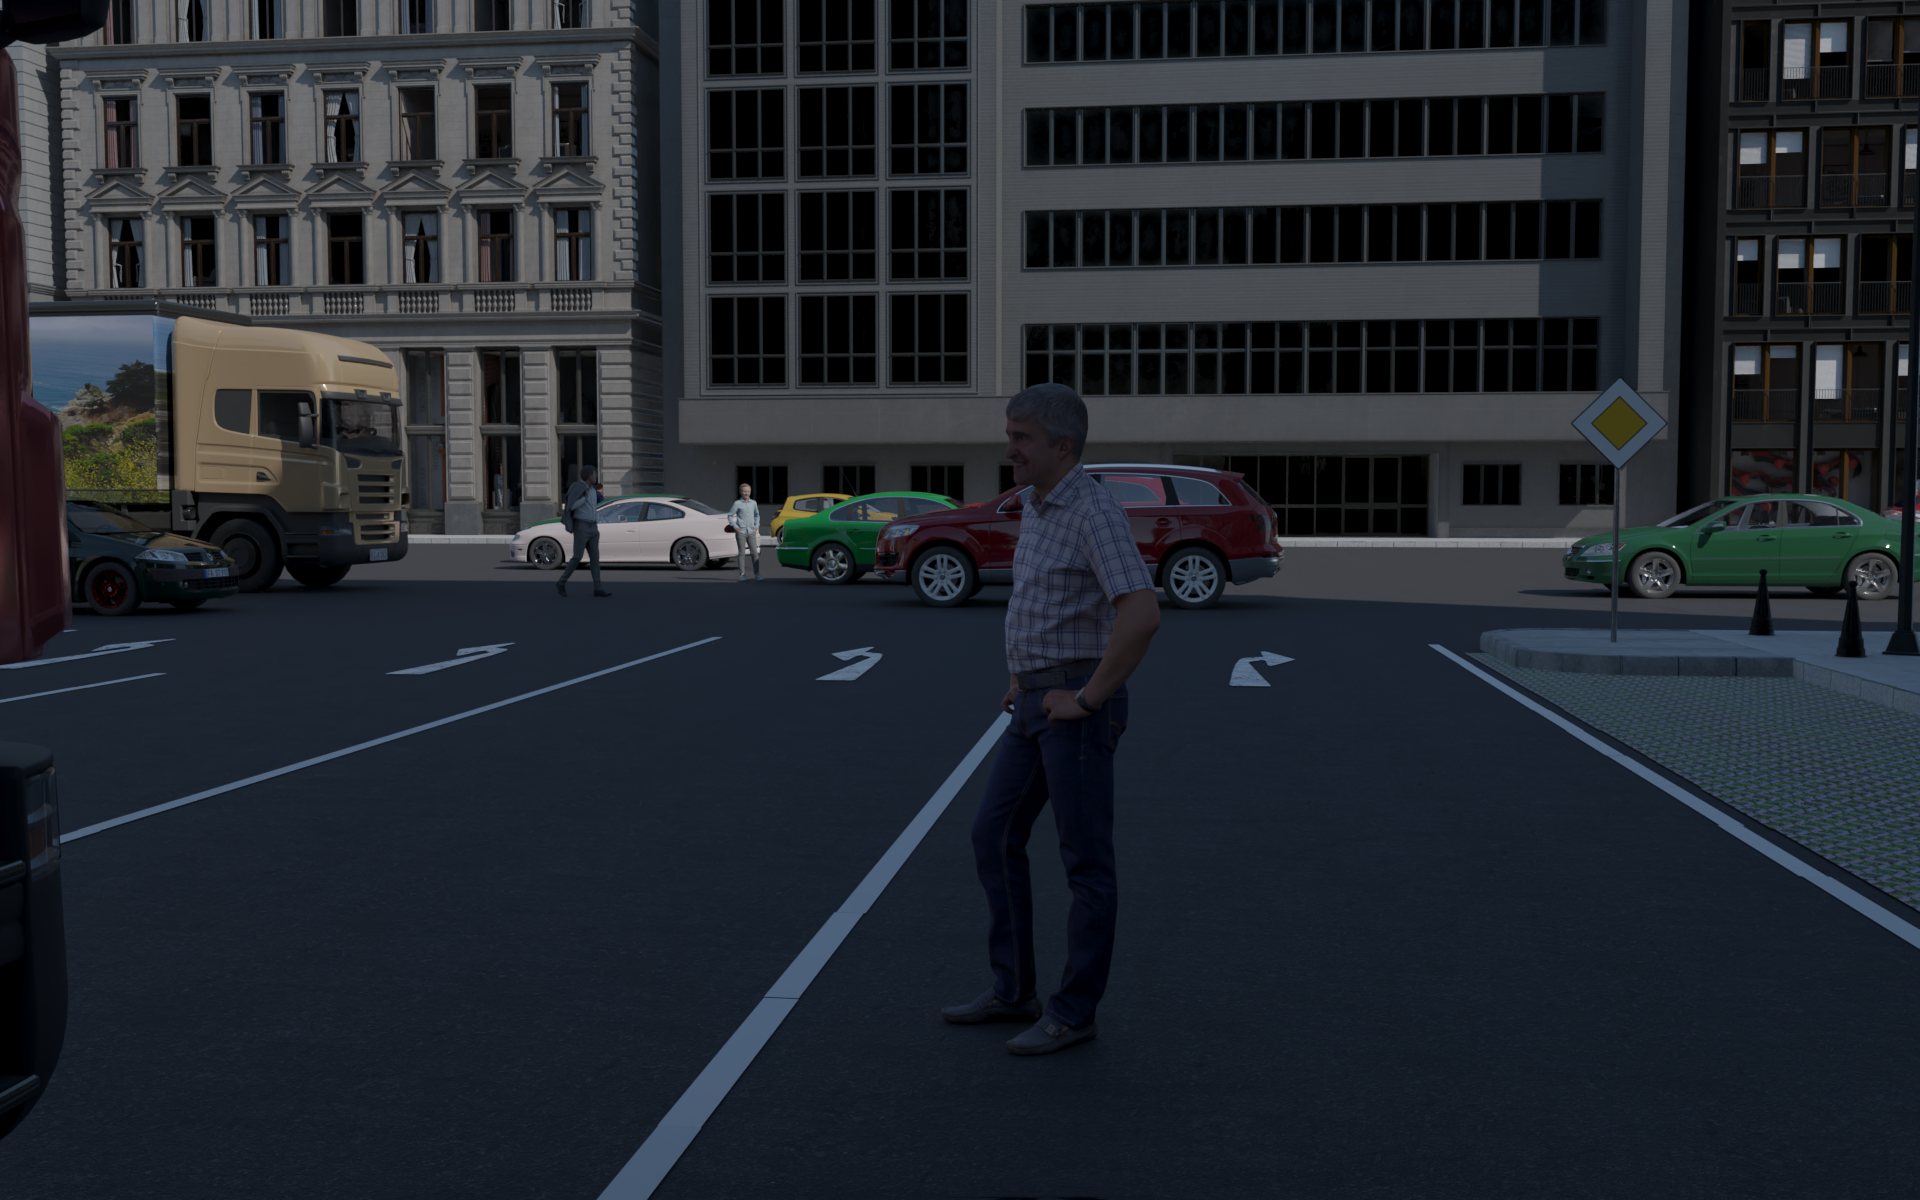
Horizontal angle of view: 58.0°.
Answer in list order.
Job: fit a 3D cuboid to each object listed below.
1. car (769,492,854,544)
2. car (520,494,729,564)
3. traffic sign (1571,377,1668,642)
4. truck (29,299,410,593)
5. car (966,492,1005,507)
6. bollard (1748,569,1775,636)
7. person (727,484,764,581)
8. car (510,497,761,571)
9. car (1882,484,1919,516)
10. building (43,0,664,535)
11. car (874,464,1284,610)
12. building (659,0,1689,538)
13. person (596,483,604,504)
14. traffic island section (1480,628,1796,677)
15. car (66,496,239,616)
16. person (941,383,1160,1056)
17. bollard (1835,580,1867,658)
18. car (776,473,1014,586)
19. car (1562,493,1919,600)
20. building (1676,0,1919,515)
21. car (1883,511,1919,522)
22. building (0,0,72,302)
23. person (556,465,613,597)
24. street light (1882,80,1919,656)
[{"bbox_3d":[-3.125,-2.237,46.796,3.980,1.641,2.015,0,4,7],"label":"car"},{"bbox_3d":[-6.917,-1.508,36.453,4.920,1.459,2.131,0,4,6],"label":"car"},{"bbox_3d":[5.658,-0.691,14.936,0.795,2.450,0.064,0,4,7],"label":"traffic sign"},{"bbox_3d":[-13.556,-2.301,26.534,11.283,4.237,2.839,1,4,9],"label":"truck"},{"bbox_3d":[1.740,-1.427,32.003,5.304,1.827,2.281,0,4,7],"label":"car"},{"bbox_3d":[7.302,0.017,15.757,0.229,0.601,0.229,0,3,0],"label":"bollard"},{"bbox_3d":[-3.533,-1.115,28.547,0.589,1.601,0.330,-1,4,-19],"label":"person"},{"bbox_3d":[-6.234,-1.277,33.248,4.827,1.381,2.083,1,4,8],"label":"car"},{"bbox_3d":[23.224,-1.839,39.102,4.494,1.783,2.155,1,4,9],"label":"car"},{"bbox_3d":[-18.545,-14.039,58.412,19.941,23.489,11.050,0,4,7],"label":"building"},{"bbox_3d":[1.523,-0.848,22.540,5.304,1.827,2.281,0,4,7],"label":"car"},{"bbox_3d":[6.372,-14.499,56.131,30.058,24.678,14.314,0,4,7],"label":"building"},{"bbox_3d":[-9.896,-2.357,47.734,0.576,1.737,0.504,2,4,34],"label":"person"},{"bbox_3d":[5.683,0.445,15.010,2.009,0.180,2.903,0,4,7],"label":"traffic island section"},{"bbox_3d":[-11.049,-0.699,21.210,4.222,1.686,2.009,0,4,7],"label":"car"},{"bbox_3d":[0.212,0.305,4.459,0.436,1.711,0.756,-1,4,-12],"label":"person"},{"bbox_3d":[7.035,0.146,13.661,0.229,0.601,0.229,0,3,0],"label":"bollard"},{"bbox_3d":[-0.572,-1.167,27.879,4.718,1.807,1.959,0,4,6],"label":"car"},{"bbox_3d":[11.030,-0.766,24.325,4.920,1.459,2.131,0,4,7],"label":"car"},{"bbox_3d":[29.495,-13.635,52.617,15.834,23.373,12.332,0,4,7],"label":"building"},{"bbox_3d":[19.788,-1.214,32.212,4.827,1.381,2.083,0,4,8],"label":"car"},{"bbox_3d":[-43.218,-17.362,61.359,29.804,29.767,11.434,0,4,7],"label":"building"},{"bbox_3d":[-5.272,-0.952,24.164,0.850,1.850,0.679,1,4,19],"label":"person"},{"bbox_3d":[7.026,-2.522,13.768,1.470,5.913,1.316,0,4,7],"label":"street light"}]
